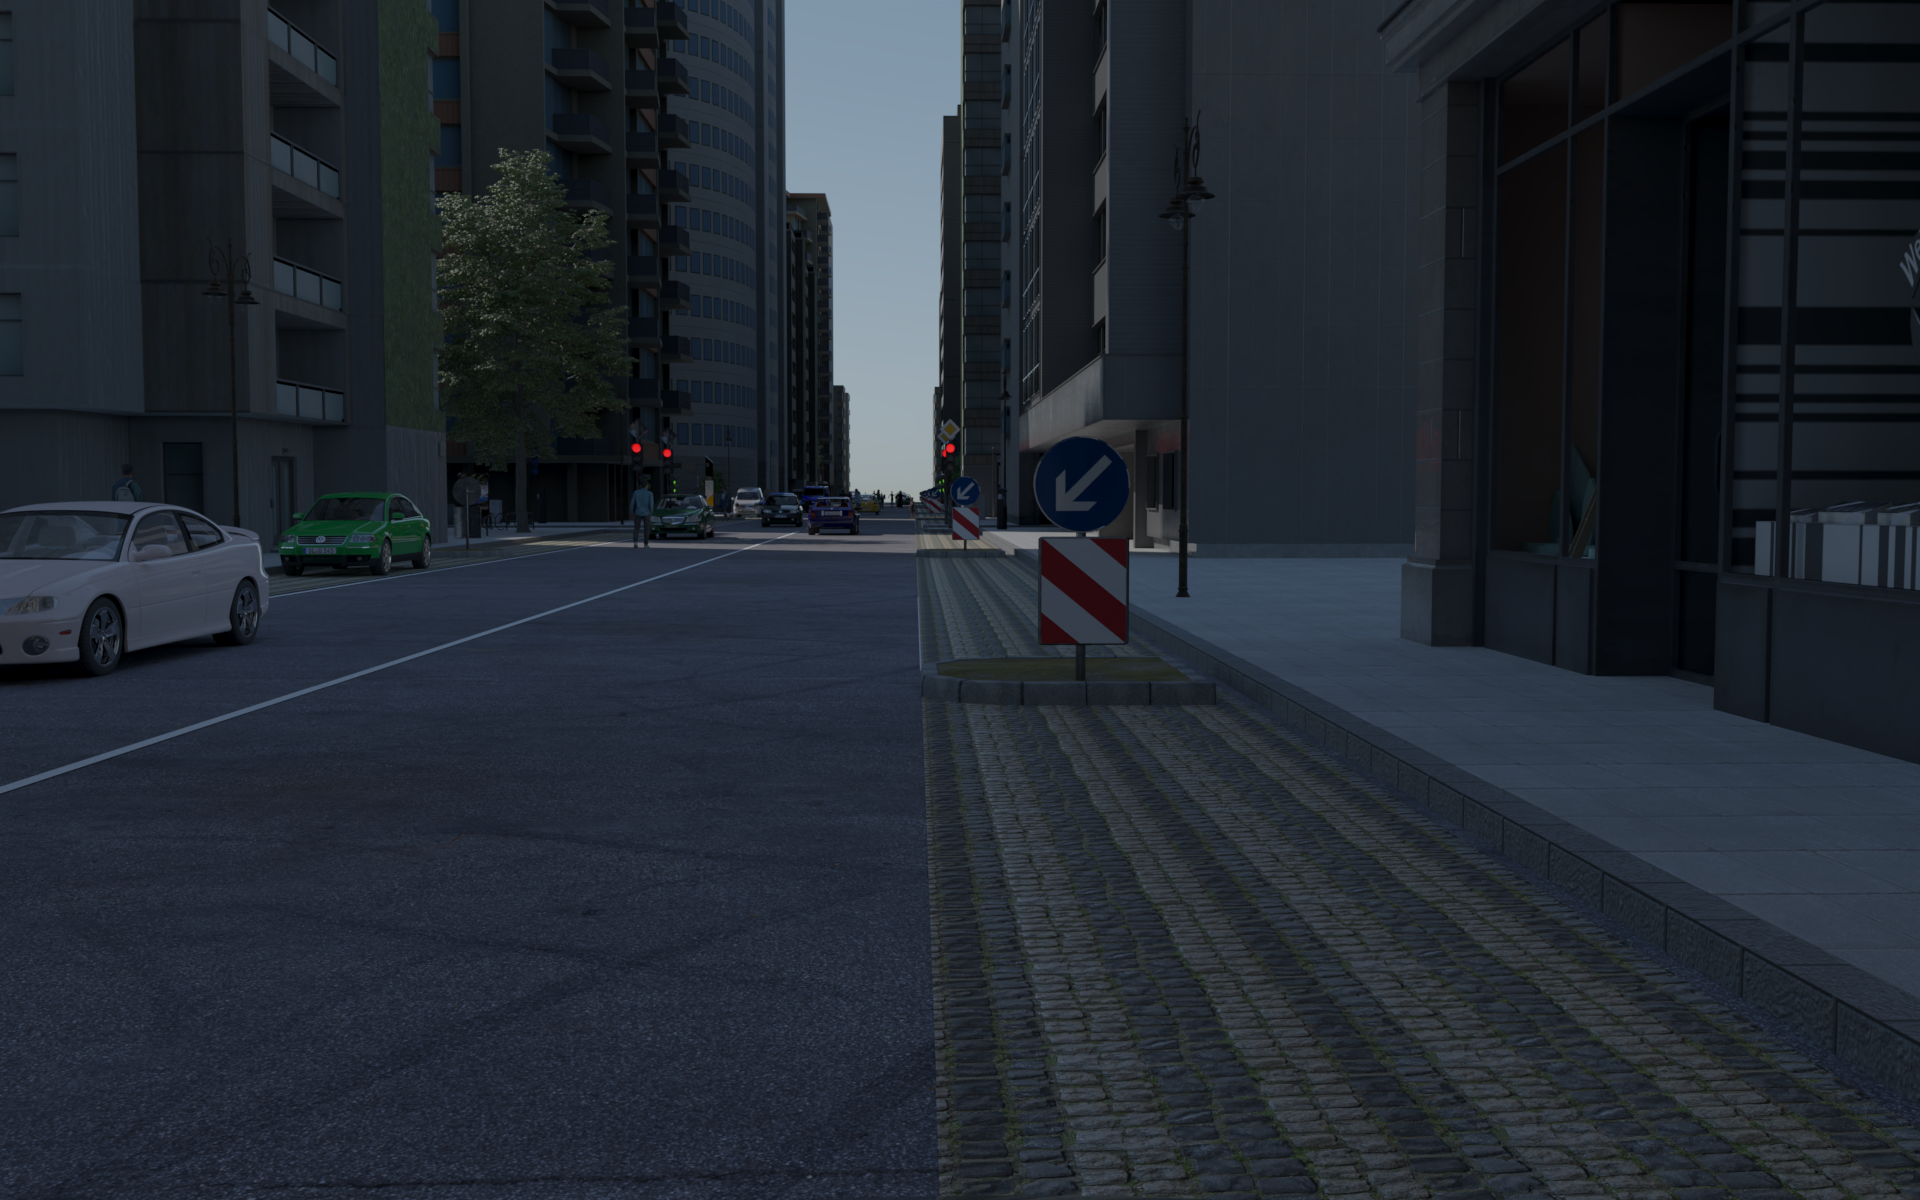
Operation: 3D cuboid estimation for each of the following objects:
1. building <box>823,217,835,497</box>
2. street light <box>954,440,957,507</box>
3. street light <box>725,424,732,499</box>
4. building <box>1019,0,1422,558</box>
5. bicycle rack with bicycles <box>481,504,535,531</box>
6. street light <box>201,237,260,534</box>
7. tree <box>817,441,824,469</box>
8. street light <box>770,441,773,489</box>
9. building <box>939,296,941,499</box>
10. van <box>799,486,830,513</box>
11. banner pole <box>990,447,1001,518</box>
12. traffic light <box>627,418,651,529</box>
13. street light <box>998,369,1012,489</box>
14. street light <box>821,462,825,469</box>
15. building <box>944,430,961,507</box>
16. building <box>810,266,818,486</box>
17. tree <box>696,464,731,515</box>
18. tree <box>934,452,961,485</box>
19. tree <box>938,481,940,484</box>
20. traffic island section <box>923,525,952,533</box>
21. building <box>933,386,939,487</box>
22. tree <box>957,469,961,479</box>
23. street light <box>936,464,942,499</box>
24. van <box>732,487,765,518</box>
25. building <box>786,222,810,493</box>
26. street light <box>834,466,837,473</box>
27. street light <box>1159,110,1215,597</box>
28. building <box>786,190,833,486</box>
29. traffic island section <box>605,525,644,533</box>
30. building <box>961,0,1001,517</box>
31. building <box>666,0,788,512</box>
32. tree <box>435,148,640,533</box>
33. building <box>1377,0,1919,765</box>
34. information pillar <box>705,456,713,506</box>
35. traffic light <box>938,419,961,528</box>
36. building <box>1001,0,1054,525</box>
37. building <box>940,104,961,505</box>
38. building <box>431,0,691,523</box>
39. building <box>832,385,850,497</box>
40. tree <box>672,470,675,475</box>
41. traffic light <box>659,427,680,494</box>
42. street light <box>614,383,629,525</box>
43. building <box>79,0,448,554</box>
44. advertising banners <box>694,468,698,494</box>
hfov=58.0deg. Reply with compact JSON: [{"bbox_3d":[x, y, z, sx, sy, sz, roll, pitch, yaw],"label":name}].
[{"bbox_3d":[-26.712,-37.703,266.562,14.600,45.320,14.200,0,4,-2],"label":"building"},{"bbox_3d":[-0.479,-10.670,147.250,0.468,5.910,1.993,0,4,-2],"label":"street light"},{"bbox_3d":[-15.323,-8.686,114.802,0.468,5.910,1.993,0,4,-2],"label":"street light"},{"bbox_3d":[9.647,-14.056,48.878,14.314,24.678,30.058,0,4,-2],"label":"building"},{"bbox_3d":[-16.690,-2.967,61.885,2.852,0.926,2.925,1,4,19],"label":"bicycle rack with bicycles"},{"bbox_3d":[-13.177,-3.586,31.424,0.468,5.910,1.993,0,4,-2],"label":"street light"},{"bbox_3d":[-19.430,-16.576,221.373,4.360,8.622,3.978,0,3,0],"label":"tree"},{"bbox_3d":[-16.326,-10.787,149.160,0.468,5.910,1.993,0,4,-2],"label":"street light"},{"bbox_3d":[4.013,-29.027,246.292,14.160,30.474,14.107,0,4,-2],"label":"building"},{"bbox_3d":[-11.115,-7.887,133.333,2.240,2.365,5.245,0,3,0],"label":"van"},{"bbox_3d":[2.036,-6.300,93.019,0.863,3.779,0.401,0,4,4],"label":"banner pole"},{"bbox_3d":[-11.940,-4.611,64.314,0.839,4.253,0.868,0,4,-2],"label":"traffic light"},{"bbox_3d":[1.662,-5.581,64.042,0.468,5.910,1.993,0,4,-2],"label":"street light"},{"bbox_3d":[-18.338,-15.862,232.134,0.468,5.910,1.993,0,4,-2],"label":"street light"},{"bbox_3d":[9.864,-52.083,164.223,22.319,86.520,31.000,0,4,-2],"label":"building"},{"bbox_3d":[-24.758,-26.834,210.431,14.160,30.474,14.107,0,4,-2],"label":"building"},{"bbox_3d":[-15.543,-6.988,108.853,1.663,3.219,1.824,0,3,0],"label":"tree"},{"bbox_3d":[0.783,-8.070,115.661,4.285,4.588,4.351,0,3,0],"label":"tree"},{"bbox_3d":[-2.290,-14.122,225.492,1.663,3.219,1.824,0,3,0],"label":"tree"},{"bbox_3d":[-0.343,-2.598,64.750,2.009,0.180,2.903,0,4,-2],"label":"traffic island section"},{"bbox_3d":[9.357,-27.397,292.975,27.650,21.520,28.899,0,4,-2],"label":"building"},{"bbox_3d":[0.388,-7.062,110.059,1.663,3.219,1.824,0,3,0],"label":"tree"},{"bbox_3d":[-2.598,-15.325,223.357,0.468,5.910,1.993,0,4,-2],"label":"street light"},{"bbox_3d":[-12.851,-6.023,105.486,2.013,2.044,4.112,0,4,-3],"label":"van"},{"bbox_3d":[-23.663,-25.112,182.288,14.160,30.474,14.107,0,4,-2],"label":"building"},{"bbox_3d":[-19.651,-18.434,274.185,0.468,5.910,1.993,0,4,-2],"label":"street light"},{"bbox_3d":[2.777,-2.973,21.397,0.468,5.910,1.993,0,4,-2],"label":"street light"},{"bbox_3d":[-29.432,-36.100,244.861,22.147,44.769,28.867,0,4,-2],"label":"building"},{"bbox_3d":[-11.980,-2.579,64.447,2.009,0.180,2.903,0,4,-2],"label":"traffic island section"},{"bbox_3d":[7.005,-25.534,101.078,14.154,41.232,14.086,0,4,-2],"label":"building"},{"bbox_3d":[-27.634,-37.810,160.199,21.231,58.520,28.212,0,4,-2],"label":"building"},{"bbox_3d":[-14.458,-8.491,56.952,7.486,12.596,7.792,0,3,0],"label":"tree"},{"bbox_3d":[8.399,-9.951,13.607,10.553,20.767,40.483,0,4,-2],"label":"building"},{"bbox_3d":[-15.349,-7.010,105.966,0.504,3.616,0.183,0,4,8],"label":"information pillar"},{"bbox_3d":[-0.383,-4.631,64.635,0.839,4.253,0.868,0,4,-2],"label":"traffic light"},{"bbox_3d":[12.638,-27.958,80.814,21.600,48.544,21.300,0,4,-2],"label":"building"},{"bbox_3d":[8.416,-36.005,212.382,21.300,48.544,21.600,0,4,-2],"label":"building"},{"bbox_3d":[-26.003,-26.620,89.859,22.147,44.769,28.867,0,4,-2],"label":"building"},{"bbox_3d":[-32.660,-27.132,288.648,27.650,21.520,28.899,0,4,-2],"label":"building"},{"bbox_3d":[-19.604,-7.716,109.869,4.285,4.588,4.351,0,3,0],"label":"tree"},{"bbox_3d":[-12.152,-5.099,72.296,0.839,4.253,0.868,0,4,-2],"label":"traffic light"},{"bbox_3d":[-14.170,-6.098,72.487,0.468,5.910,1.993,0,4,-2],"label":"street light"},{"bbox_3d":[-20.321,-21.635,37.329,14.154,41.232,14.086,0,4,-2],"label":"building"},{"bbox_3d":[-17.691,-7.345,116.271,0.090,3.025,2.074,0,4,-2],"label":"advertising banners"}]
